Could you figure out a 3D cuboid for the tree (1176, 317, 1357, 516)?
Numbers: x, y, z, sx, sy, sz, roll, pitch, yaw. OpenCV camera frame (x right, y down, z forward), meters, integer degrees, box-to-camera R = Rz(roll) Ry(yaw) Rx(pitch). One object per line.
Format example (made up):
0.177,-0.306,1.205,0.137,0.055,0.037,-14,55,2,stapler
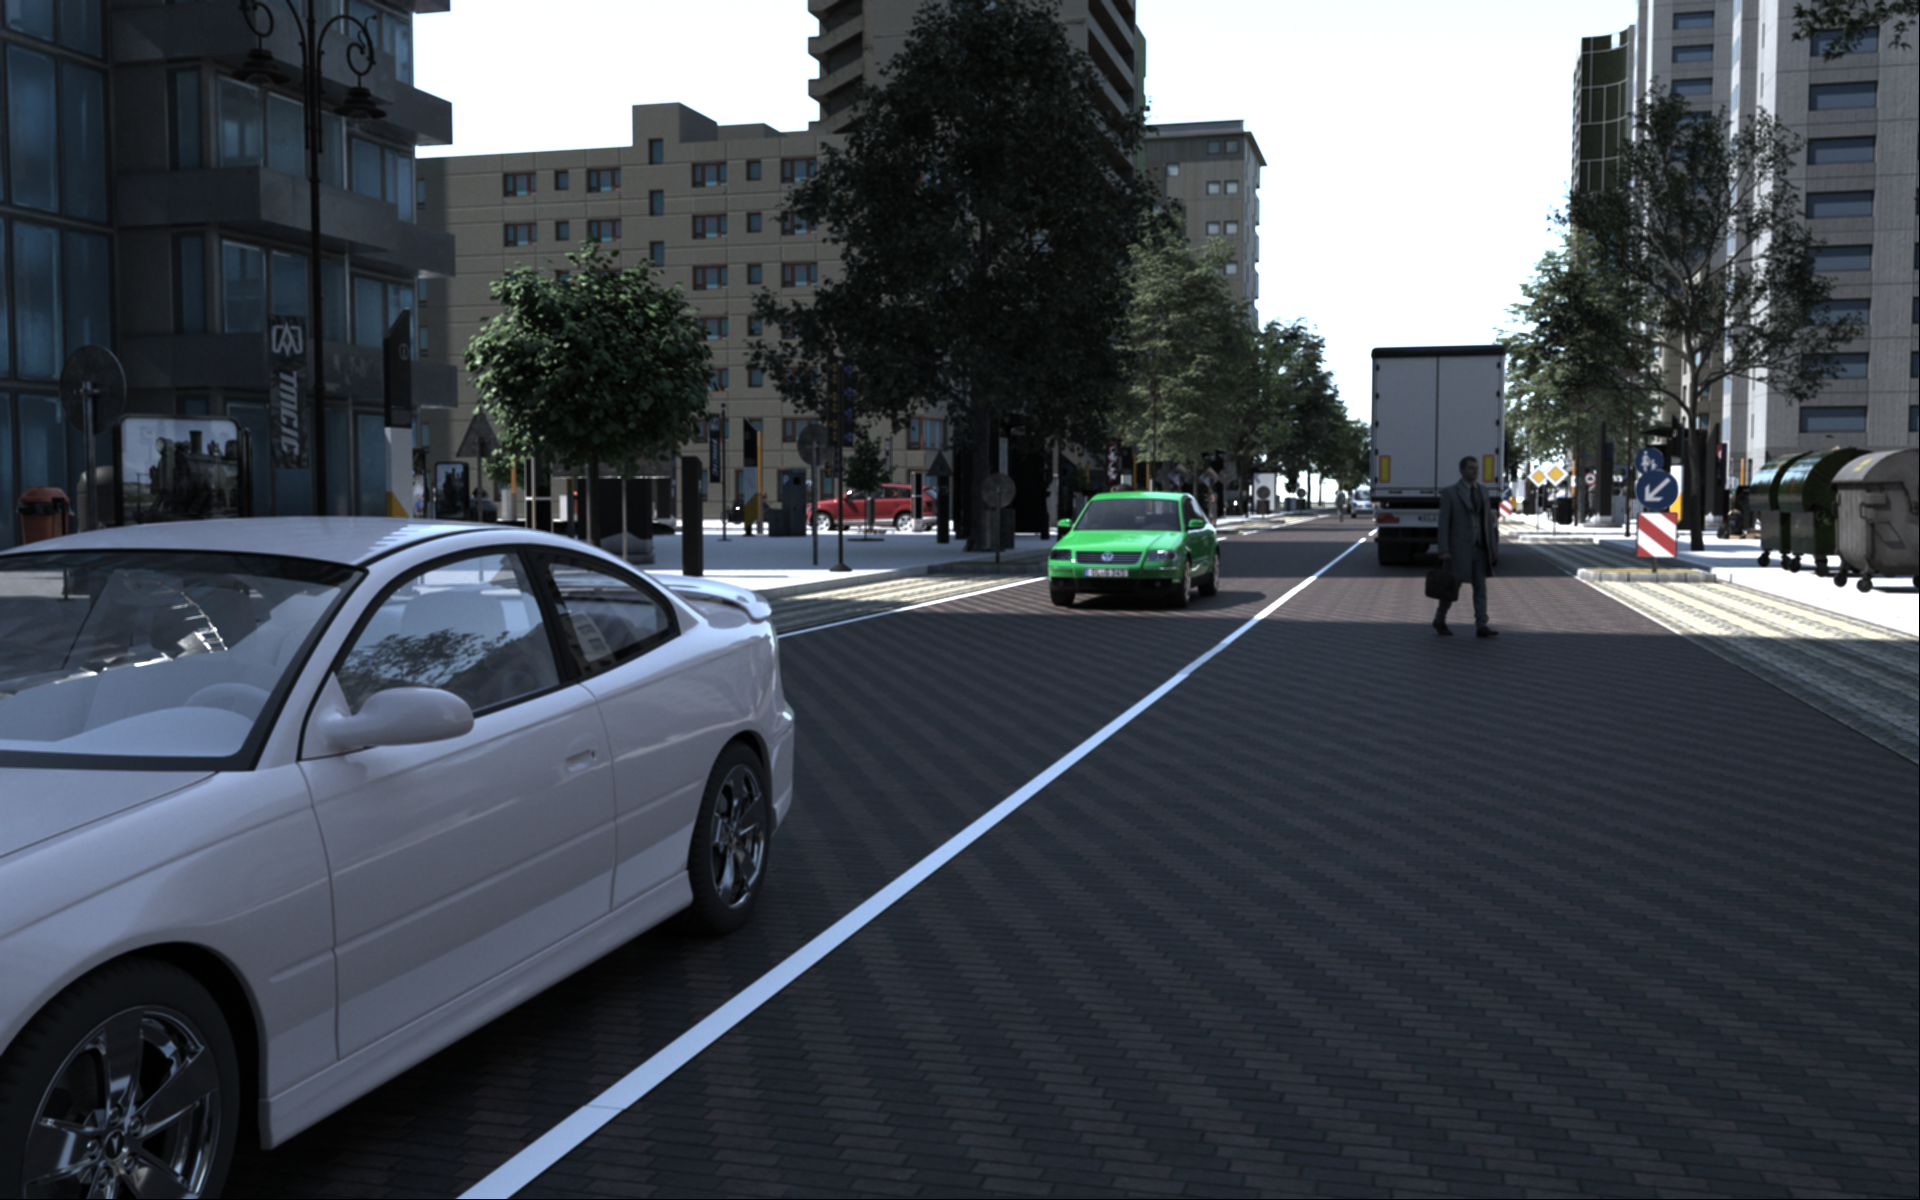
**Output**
16.644,-10.842,103.016,9.928,11.665,9.643,0,3,0,tree

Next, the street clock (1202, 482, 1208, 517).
11.919,-4.870,84.190,0.358,2.002,0.471,0,4,8,street clock

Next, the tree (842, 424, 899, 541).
-2.482,-3.250,47.739,1.663,3.219,1.824,0,3,0,tree

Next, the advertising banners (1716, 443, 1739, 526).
26.282,-3.863,59.344,0.090,3.025,2.074,0,4,4,advertising banners

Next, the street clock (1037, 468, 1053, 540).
2.400,-2.704,48.775,0.358,2.002,0.471,3,4,36,street clock

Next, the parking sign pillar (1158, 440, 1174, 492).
10.411,-6.045,87.309,1.447,3.967,1.447,2,4,25,parking sign pillar

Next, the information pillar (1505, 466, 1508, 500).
39.161,-8.114,124.013,0.183,3.616,0.504,3,4,38,information pillar

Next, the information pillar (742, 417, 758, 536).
-6.367,-3.746,52.599,0.504,3.616,0.183,2,4,32,information pillar

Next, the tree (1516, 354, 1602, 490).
30.318,-8.385,87.465,4.360,8.622,3.978,0,3,0,tree

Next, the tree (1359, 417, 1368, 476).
49.368,-18.798,225.468,7.486,12.596,7.792,0,3,0,tree

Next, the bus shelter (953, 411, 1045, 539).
1.400,-3.700,51.771,1.731,3.624,6.357,1,4,15,bus shelter

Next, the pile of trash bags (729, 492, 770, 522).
-9.474,-4.273,79.609,1.912,1.369,3.447,0,4,8,pile of trash bags

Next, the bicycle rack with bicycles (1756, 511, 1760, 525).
37.351,-3.976,78.389,2.925,0.926,2.852,-1,4,-17,bicycle rack with bicycles

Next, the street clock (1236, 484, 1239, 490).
20.662,-7.566,128.273,0.358,2.002,0.471,3,5,44,street clock

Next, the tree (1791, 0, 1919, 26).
9.123,-4.652,10.470,7.601,10.594,8.767,-3,5,-45,tree

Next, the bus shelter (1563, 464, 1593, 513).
41.612,-7.561,117.543,2.014,3.302,5.546,1,4,15,bus shelter

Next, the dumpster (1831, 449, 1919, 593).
12.436,-1.054,22.999,1.264,1.857,1.865,1,4,15,dumpster

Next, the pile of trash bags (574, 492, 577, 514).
-25.892,-6.751,120.137,1.912,1.369,3.447,2,4,33,pile of trash bags

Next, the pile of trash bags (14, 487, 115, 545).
-10.653,-0.761,22.201,1.912,1.369,3.447,1,4,13,pile of trash bags

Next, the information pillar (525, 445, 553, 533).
-5.977,-1.230,24.607,0.304,2.012,0.304,-2,4,-35,information pillar

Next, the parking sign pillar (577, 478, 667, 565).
-6.348,-2.650,31.807,1.447,3.967,1.447,0,4,5,parking sign pillar

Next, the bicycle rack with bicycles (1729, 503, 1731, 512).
30.877,-3.678,73.521,2.852,0.926,2.925,3,5,43,bicycle rack with bicycles

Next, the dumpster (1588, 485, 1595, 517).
35.886,-5.581,97.006,1.264,1.857,1.865,1,4,15,dumpster

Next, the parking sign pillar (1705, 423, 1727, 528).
28.955,-4.766,66.404,1.447,3.967,1.447,0,4,8,parking sign pillar

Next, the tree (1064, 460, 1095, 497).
6.709,-6.168,95.444,1.663,3.219,1.824,0,3,0,tree

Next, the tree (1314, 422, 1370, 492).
46.273,-16.913,210.947,7.601,10.594,8.767,-2,4,-35,tree

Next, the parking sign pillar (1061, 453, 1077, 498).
7.026,-7.638,113.358,1.447,3.967,1.447,3,5,41,parking sign pillar

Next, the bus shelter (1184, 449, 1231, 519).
13.282,-6.212,92.850,1.731,3.624,6.357,1,4,15,bus shelter

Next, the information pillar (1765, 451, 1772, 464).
43.793,-6.272,93.898,0.504,3.616,0.183,-3,4,-36,information pillar

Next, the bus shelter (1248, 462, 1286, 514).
19.912,-7.248,112.425,2.014,3.302,5.546,1,4,15,bus shelter

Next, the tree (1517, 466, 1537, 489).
39.396,-7.732,121.019,1.663,3.219,1.824,0,3,0,tree

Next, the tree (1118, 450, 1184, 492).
13.108,-8.703,126.008,4.285,4.588,4.351,0,3,0,tree

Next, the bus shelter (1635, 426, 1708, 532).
25.475,-4.336,62.175,1.731,3.624,6.357,1,4,15,bus shelter

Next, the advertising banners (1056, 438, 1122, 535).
4.034,-3.549,54.207,2.074,3.025,0.090,0,4,3,advertising banners

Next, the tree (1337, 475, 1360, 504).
52.260,-15.258,233.176,4.285,4.588,4.351,0,3,0,tree

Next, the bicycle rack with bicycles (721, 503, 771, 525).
-8.860,-3.641,72.913,2.852,0.926,2.925,3,5,45,bicycle rack with bicycles

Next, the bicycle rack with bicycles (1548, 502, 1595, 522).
28.327,-4.040,79.434,2.925,0.926,2.852,1,4,9,bicycle rack with bicycles

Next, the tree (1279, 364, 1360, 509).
30.043,-14.240,150.947,7.486,12.596,7.792,0,3,0,tree

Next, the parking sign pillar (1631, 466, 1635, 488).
44.201,-7.753,115.241,1.447,3.967,1.447,-3,5,-44,parking sign pillar

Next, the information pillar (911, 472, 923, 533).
-1.434,-3.266,57.895,0.304,2.012,0.304,-1,4,-21,information pillar

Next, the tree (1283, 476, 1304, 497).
27.270,-9.064,142.798,1.663,3.219,1.824,0,3,0,tree

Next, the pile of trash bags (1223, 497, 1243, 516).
14.865,-5.579,100.969,1.912,1.369,3.447,-3,5,-44,pile of trash bags

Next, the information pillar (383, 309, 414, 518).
-7.038,-1.859,21.754,0.183,3.616,0.504,1,4,15,information pillar

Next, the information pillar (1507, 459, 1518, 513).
37.041,-7.610,115.780,0.504,3.616,0.183,-2,4,-25,information pillar

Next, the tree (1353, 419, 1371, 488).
66.822,-23.455,290.146,9.857,13.997,8.962,0,3,0,tree

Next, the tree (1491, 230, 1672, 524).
26.515,-9.587,74.870,7.486,12.596,7.792,0,3,0,tree

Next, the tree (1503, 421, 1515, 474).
47.445,-12.261,150.828,4.360,8.622,3.978,0,3,0,tree

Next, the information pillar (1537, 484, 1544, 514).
36.691,-6.423,109.514,0.304,2.012,0.304,0,4,5,information pillar

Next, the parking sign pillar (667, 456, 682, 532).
-9.958,-4.302,58.812,1.447,3.967,1.447,0,4,1,parking sign pillar

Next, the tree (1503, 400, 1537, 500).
42.994,-11.334,135.676,4.737,8.622,4.395,0,3,0,tree

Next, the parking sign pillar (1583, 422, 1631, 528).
24.453,-4.728,65.776,1.447,3.967,1.447,1,4,12,parking sign pillar
